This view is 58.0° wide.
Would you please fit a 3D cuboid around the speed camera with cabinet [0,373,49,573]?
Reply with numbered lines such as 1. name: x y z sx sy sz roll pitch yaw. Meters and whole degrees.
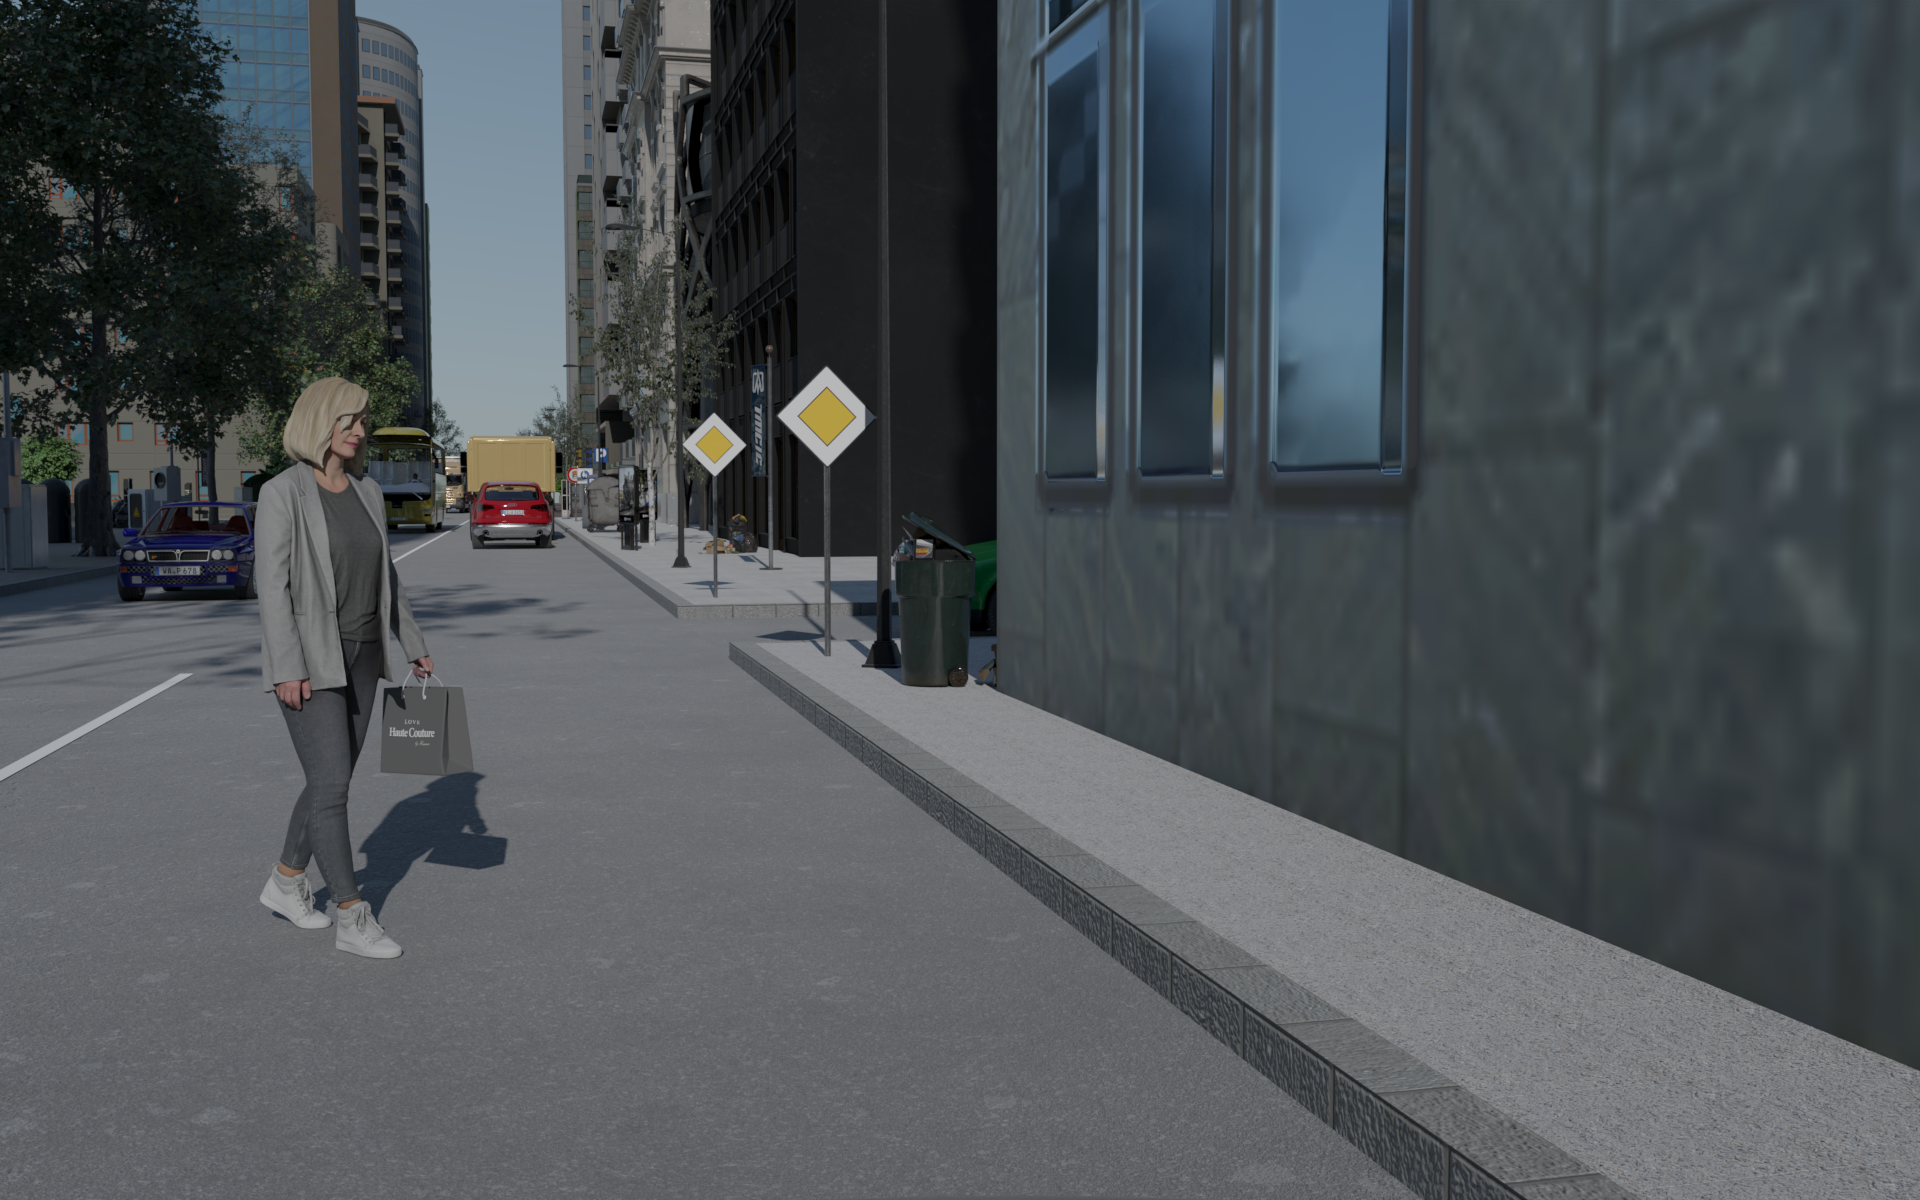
1. speed camera with cabinet: -15.926 -2.122 29.030 0.660 3.252 2.038 -1 4 -12

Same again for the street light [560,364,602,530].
1. street light: -13.481 -5.476 62.075 1.470 5.913 1.316 -1 4 -14

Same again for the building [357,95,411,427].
1. building: -70.936 -32.455 185.255 22.147 44.769 28.867 -1 4 -14

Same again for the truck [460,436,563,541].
1. truck: -14.628 -3.709 56.560 3.469 3.379 9.791 -1 4 -14

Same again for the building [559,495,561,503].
1. building: -39.575 -33.626 241.660 32.217 40.220 23.993 -1 4 -14

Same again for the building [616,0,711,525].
1. building: -9.004 -18.157 84.256 14.401 28.519 23.554 -1 4 -14

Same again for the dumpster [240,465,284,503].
1. dumpster: -23.231 -3.401 58.092 1.502 2.255 1.985 -1 4 -14

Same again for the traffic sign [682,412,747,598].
1. traffic sign: -3.026 -1.084 21.372 0.795 2.450 0.064 -1 4 -14

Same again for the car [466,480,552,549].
1. car: -12.135 -2.327 46.714 2.281 1.827 5.304 -1 4 -16

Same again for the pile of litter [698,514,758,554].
1. pile of litter: -5.072 -1.448 37.640 1.176 0.858 1.719 3 4 39

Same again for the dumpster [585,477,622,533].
1. dumpster: -11.880 -3.198 58.050 1.264 1.857 1.865 -1 4 -14

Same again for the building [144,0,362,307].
1. building: -50.939 -28.996 124.201 14.600 45.320 14.200 -1 4 -14

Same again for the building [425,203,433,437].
1. building: -79.303 -33.728 235.039 14.154 41.232 14.086 -1 4 -14

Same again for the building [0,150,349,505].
1. building: -51.841 -15.723 102.113 27.650 21.520 28.899 -1 4 -14

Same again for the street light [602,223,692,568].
1. street light: -5.393 -3.511 29.945 1.470 5.913 1.316 -1 4 -14

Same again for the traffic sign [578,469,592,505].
1. traffic sign: -15.030 -4.118 69.454 0.606 2.300 0.079 -1 4 -8

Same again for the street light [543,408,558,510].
1. street light: -21.719 -7.437 94.131 1.470 5.913 1.316 -1 4 -14

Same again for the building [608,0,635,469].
1. building: -10.571 -30.142 112.425 23.786 49.044 30.456 -1 4 -14

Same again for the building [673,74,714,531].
1. building: -2.358 -12.110 65.456 16.820 18.784 16.811 -1 4 -14

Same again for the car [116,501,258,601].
1. car: -10.689 -0.733 24.571 1.945 1.354 3.894 -1 4 -13

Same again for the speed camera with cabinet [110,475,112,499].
1. speed camera with cabinet: -38.062 -5.002 76.115 0.660 3.252 2.038 0 4 0

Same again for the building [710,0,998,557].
1. building: 0.774 -13.080 43.536 12.332 23.373 15.834 -1 4 -14

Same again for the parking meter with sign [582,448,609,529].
1. parking meter with sign: -13.634 -4.180 64.602 0.543 3.016 1.738 0 4 7

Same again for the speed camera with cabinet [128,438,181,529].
1. speed camera with cabinet: -26.633 -3.846 57.218 2.038 3.252 0.660 2 4 30

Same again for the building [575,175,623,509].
1. building: -28.361 -23.786 160.595 14.160 30.474 14.107 -1 4 -14

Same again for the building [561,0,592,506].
1. building: -33.648 -39.908 194.492 21.231 58.520 28.212 -1 4 -14

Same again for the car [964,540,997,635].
1. car: 1.690 -0.551 17.807 4.718 1.807 1.959 -1 4 -16

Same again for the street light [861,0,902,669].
1. street light: -1.089 -2.449 12.586 1.470 5.913 1.316 -1 4 -14

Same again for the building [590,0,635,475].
1. building: -15.655 -33.739 140.865 28.713 52.752 27.495 -1 4 -14

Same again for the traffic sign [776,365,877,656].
1. traffic sign: -1.048 -0.611 13.635 0.795 2.450 0.064 -1 4 -14

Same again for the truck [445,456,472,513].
1. truck: -38.503 -8.686 130.925 2.839 4.237 11.283 -1 4 -12

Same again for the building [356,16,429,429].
1. building: -77.325 -41.045 213.084 21.231 58.520 28.212 -1 4 -14
